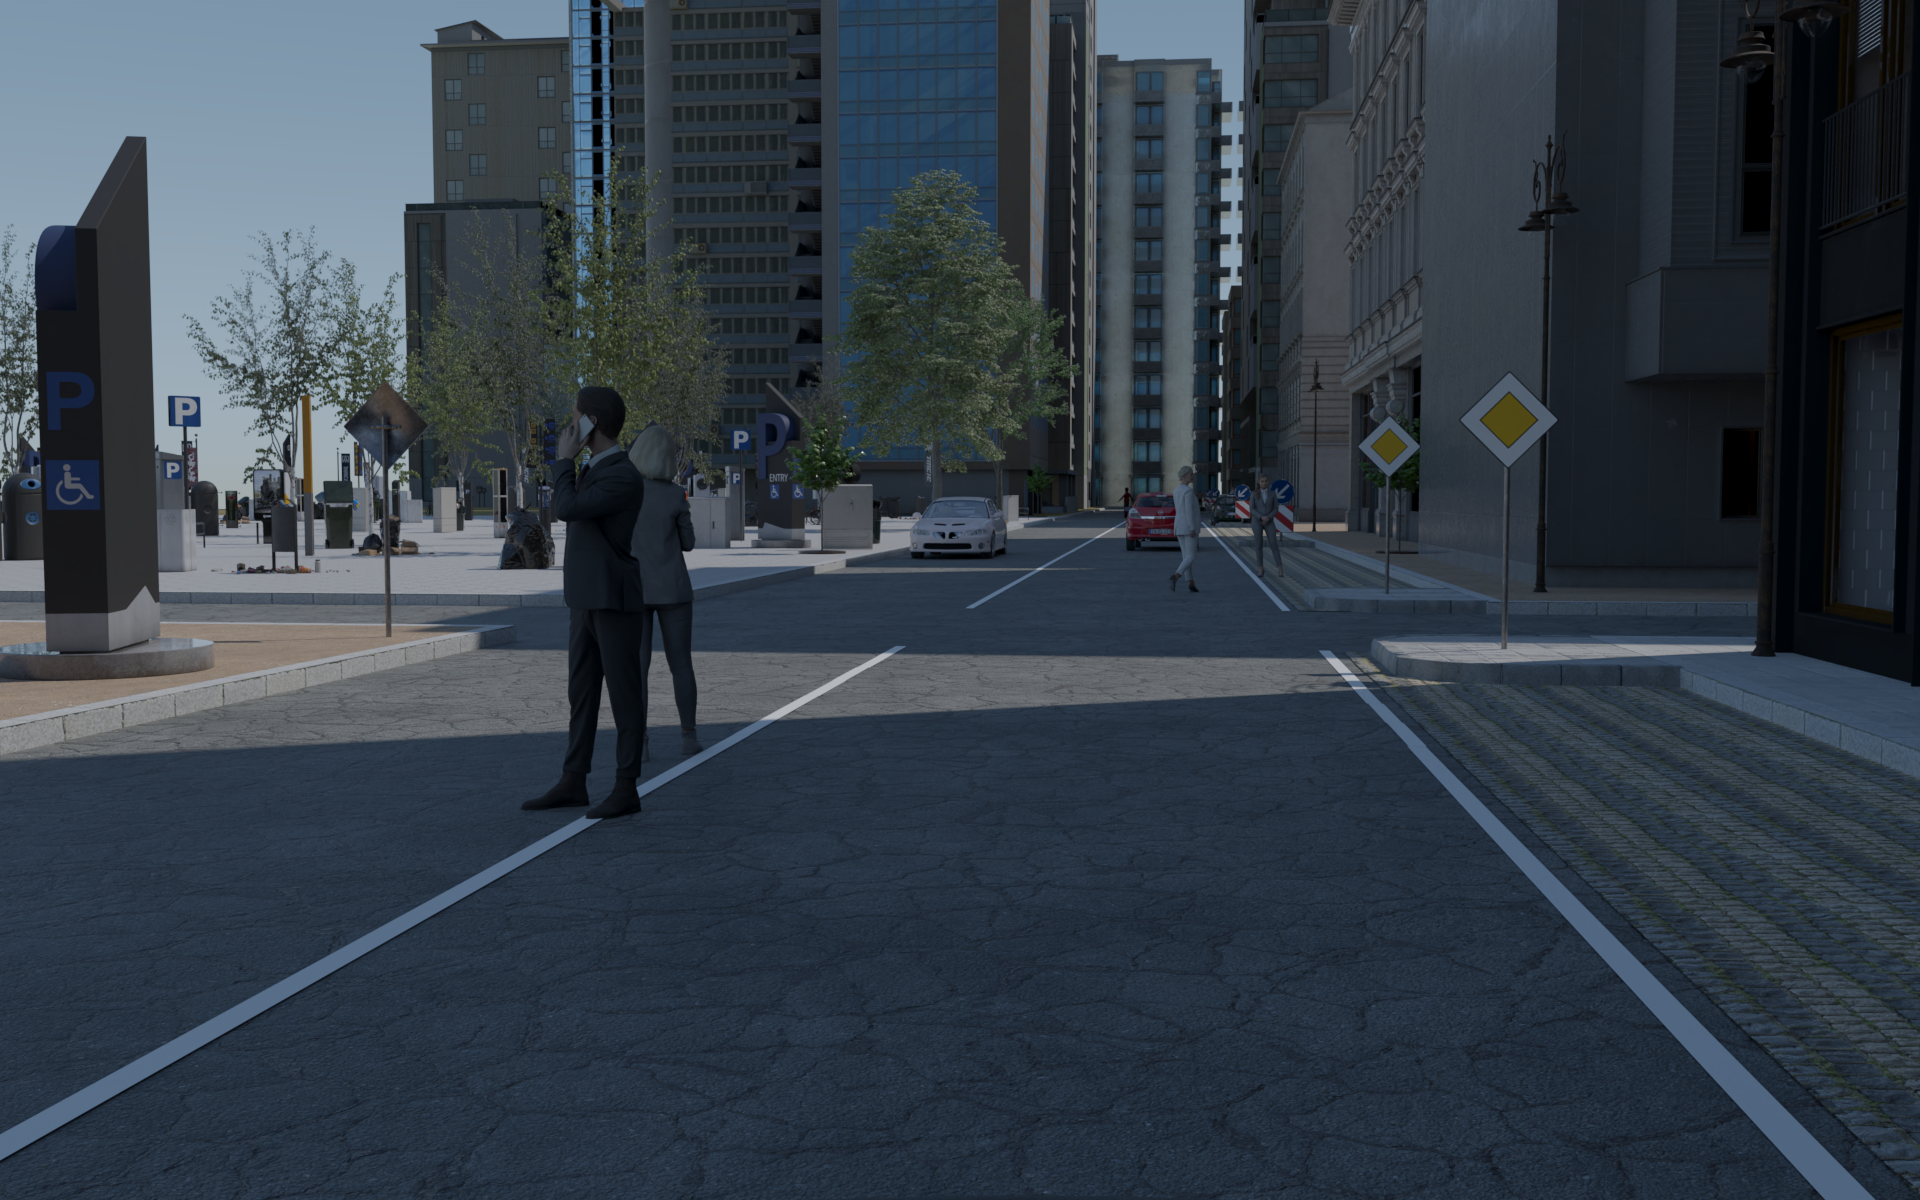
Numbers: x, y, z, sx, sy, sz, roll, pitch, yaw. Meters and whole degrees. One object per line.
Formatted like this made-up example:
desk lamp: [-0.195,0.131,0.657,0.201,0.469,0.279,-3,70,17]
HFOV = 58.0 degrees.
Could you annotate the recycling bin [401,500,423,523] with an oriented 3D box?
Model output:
recycling bin: [-24.475,-3.961,77.318,0.722,1.027,0.722,-3,5,-39]

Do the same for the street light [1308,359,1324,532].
street light: [12.148,-5.287,59.229,0.468,5.910,1.993,0,4,7]

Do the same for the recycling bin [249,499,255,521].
recycling bin: [-33.493,-4.302,82.886,0.722,1.027,0.722,1,4,18]

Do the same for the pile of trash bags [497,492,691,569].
pile of trash bags: [-6.343,-1.241,30.042,3.447,1.369,1.912,1,4,9]

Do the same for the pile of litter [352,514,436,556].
pile of litter: [-11.962,-1.388,36.652,1.719,0.858,1.176,-1,4,-16]

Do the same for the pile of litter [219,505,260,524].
pile of litter: [-31.113,-3.713,74.671,1.719,0.858,1.176,-1,4,-17]

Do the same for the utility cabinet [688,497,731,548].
utility cabinet: [-5.964,-1.829,41.061,1.020,1.237,0.306,1,4,17]

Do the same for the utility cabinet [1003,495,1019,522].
utility cabinet: [2.371,-4.280,81.133,0.306,1.237,1.020,2,4,30]

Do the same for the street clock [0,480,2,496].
street clock: [-48.114,-5.024,86.719,0.358,2.002,0.471,-2,4,-35]

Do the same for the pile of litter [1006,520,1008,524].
pile of litter: [1.512,-3.671,73.993,1.176,0.858,1.719,0,4,8]

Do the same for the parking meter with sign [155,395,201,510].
parking meter with sign: [-14.382,-2.148,31.373,1.738,3.016,0.543,3,5,42]

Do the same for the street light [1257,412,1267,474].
street light: [16.688,-7.525,95.828,0.468,5.910,1.993,0,4,7]

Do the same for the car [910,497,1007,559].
car: [0.021,-1.693,40.036,2.083,1.381,4.827,0,4,7]

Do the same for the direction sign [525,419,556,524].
direction sign: [-12.588,-3.673,52.048,0.876,3.537,0.379,0,4,-7]

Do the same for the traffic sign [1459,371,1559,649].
traffic sign: [4.497,-0.649,14.261,0.795,2.450,0.064,0,4,7]

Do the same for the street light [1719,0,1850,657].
street light: [6.367,-2.493,13.548,0.468,5.910,1.993,0,4,7]

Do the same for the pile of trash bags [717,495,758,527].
pile of trash bags: [-9.538,-3.612,68.814,3.447,1.369,1.912,0,4,6]

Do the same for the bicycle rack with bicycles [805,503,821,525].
bicycle rack with bicycles: [-5.572,-3.604,72.315,2.925,0.926,2.852,0,4,6]

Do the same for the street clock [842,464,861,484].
street clock: [-2.594,-2.250,41.355,0.358,2.002,0.471,-3,5,-41]

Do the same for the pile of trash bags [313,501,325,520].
pile of trash bags: [-32.045,-4.713,86.818,1.912,1.369,3.447,1,4,10]

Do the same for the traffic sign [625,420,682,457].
traffic sign: [-4.137,-1.208,23.396,0.795,2.450,0.064,0,4,7]

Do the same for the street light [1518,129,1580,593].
street light: [7.583,-3.038,22.456,0.468,5.910,1.993,0,4,7]

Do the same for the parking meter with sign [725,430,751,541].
parking meter with sign: [-6.182,-3.151,47.773,0.543,3.016,1.738,-1,4,-17]

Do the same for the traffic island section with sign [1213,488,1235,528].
traffic island section with sign: [11.991,-4.019,74.340,1.989,1.847,2.006,0,4,7]

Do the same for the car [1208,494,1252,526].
car: [12.243,-4.184,78.199,2.009,1.686,4.222,0,4,6]

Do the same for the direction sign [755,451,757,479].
direction sign: [-10.373,-5.984,89.842,0.379,3.537,0.876,-3,4,-36]

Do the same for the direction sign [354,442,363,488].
direction sign: [-26.112,-5.090,75.225,0.379,3.537,0.876,0,4,2]

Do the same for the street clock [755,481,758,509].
street clock: [-11.051,-5.556,95.410,0.358,2.002,0.471,2,4,33]

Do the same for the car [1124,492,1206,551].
car: [5.313,-2.207,45.127,2.155,1.783,4.494,1,4,9]

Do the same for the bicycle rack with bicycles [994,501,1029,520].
bicycle rack with bicycles: [2.194,-4.420,85.656,2.852,0.926,2.925,-1,4,-14]

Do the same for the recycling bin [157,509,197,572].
recycling bin: [-13.129,-0.988,28.700,0.722,1.027,0.722,0,4,-8]

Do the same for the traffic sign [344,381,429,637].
traffic sign: [-5.121,-0.724,15.472,0.795,2.450,0.064,0,4,7]

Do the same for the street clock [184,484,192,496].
street clock: [-30.129,-3.856,67.621,0.358,2.002,0.471,2,4,35]

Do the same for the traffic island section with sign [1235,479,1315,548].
traffic island section with sign: [8.606,-2.357,47.159,1.989,1.847,2.006,0,4,7]

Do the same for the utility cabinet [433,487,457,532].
utility cabinet: [-17.186,-3.000,57.731,0.318,1.500,1.173,0,4,7]

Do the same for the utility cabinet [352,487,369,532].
utility cabinet: [-20.337,-3.054,58.610,1.173,1.500,0.318,3,4,37]

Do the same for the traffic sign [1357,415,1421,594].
traffic sign: [5.481,-1.134,22.186,0.795,2.450,0.064,0,4,7]

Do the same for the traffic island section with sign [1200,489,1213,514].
traffic island section with sign: [18.056,-7.010,123.241,1.989,1.847,2.006,0,4,7]

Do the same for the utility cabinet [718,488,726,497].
utility cabinet: [-8.651,-3.407,64.388,0.318,1.500,1.173,1,4,15]

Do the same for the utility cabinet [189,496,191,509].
utility cabinet: [-25.788,-2.866,58.023,0.306,1.237,1.020,-1,4,-13]

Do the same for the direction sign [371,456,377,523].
direction sign: [-25.903,-5.156,76.297,0.379,3.537,0.876,-1,4,-21]

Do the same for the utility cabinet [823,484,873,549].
utility cabinet: [-2.600,-1.902,39.782,1.173,1.500,0.318,0,4,-7]

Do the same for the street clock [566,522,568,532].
street clock: [-12.632,-3.146,55.999,0.471,2.002,0.358,3,5,43]

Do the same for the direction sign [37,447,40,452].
direction sign: [-44.240,-5.630,84.040,0.876,3.537,0.379,-2,4,-25]
